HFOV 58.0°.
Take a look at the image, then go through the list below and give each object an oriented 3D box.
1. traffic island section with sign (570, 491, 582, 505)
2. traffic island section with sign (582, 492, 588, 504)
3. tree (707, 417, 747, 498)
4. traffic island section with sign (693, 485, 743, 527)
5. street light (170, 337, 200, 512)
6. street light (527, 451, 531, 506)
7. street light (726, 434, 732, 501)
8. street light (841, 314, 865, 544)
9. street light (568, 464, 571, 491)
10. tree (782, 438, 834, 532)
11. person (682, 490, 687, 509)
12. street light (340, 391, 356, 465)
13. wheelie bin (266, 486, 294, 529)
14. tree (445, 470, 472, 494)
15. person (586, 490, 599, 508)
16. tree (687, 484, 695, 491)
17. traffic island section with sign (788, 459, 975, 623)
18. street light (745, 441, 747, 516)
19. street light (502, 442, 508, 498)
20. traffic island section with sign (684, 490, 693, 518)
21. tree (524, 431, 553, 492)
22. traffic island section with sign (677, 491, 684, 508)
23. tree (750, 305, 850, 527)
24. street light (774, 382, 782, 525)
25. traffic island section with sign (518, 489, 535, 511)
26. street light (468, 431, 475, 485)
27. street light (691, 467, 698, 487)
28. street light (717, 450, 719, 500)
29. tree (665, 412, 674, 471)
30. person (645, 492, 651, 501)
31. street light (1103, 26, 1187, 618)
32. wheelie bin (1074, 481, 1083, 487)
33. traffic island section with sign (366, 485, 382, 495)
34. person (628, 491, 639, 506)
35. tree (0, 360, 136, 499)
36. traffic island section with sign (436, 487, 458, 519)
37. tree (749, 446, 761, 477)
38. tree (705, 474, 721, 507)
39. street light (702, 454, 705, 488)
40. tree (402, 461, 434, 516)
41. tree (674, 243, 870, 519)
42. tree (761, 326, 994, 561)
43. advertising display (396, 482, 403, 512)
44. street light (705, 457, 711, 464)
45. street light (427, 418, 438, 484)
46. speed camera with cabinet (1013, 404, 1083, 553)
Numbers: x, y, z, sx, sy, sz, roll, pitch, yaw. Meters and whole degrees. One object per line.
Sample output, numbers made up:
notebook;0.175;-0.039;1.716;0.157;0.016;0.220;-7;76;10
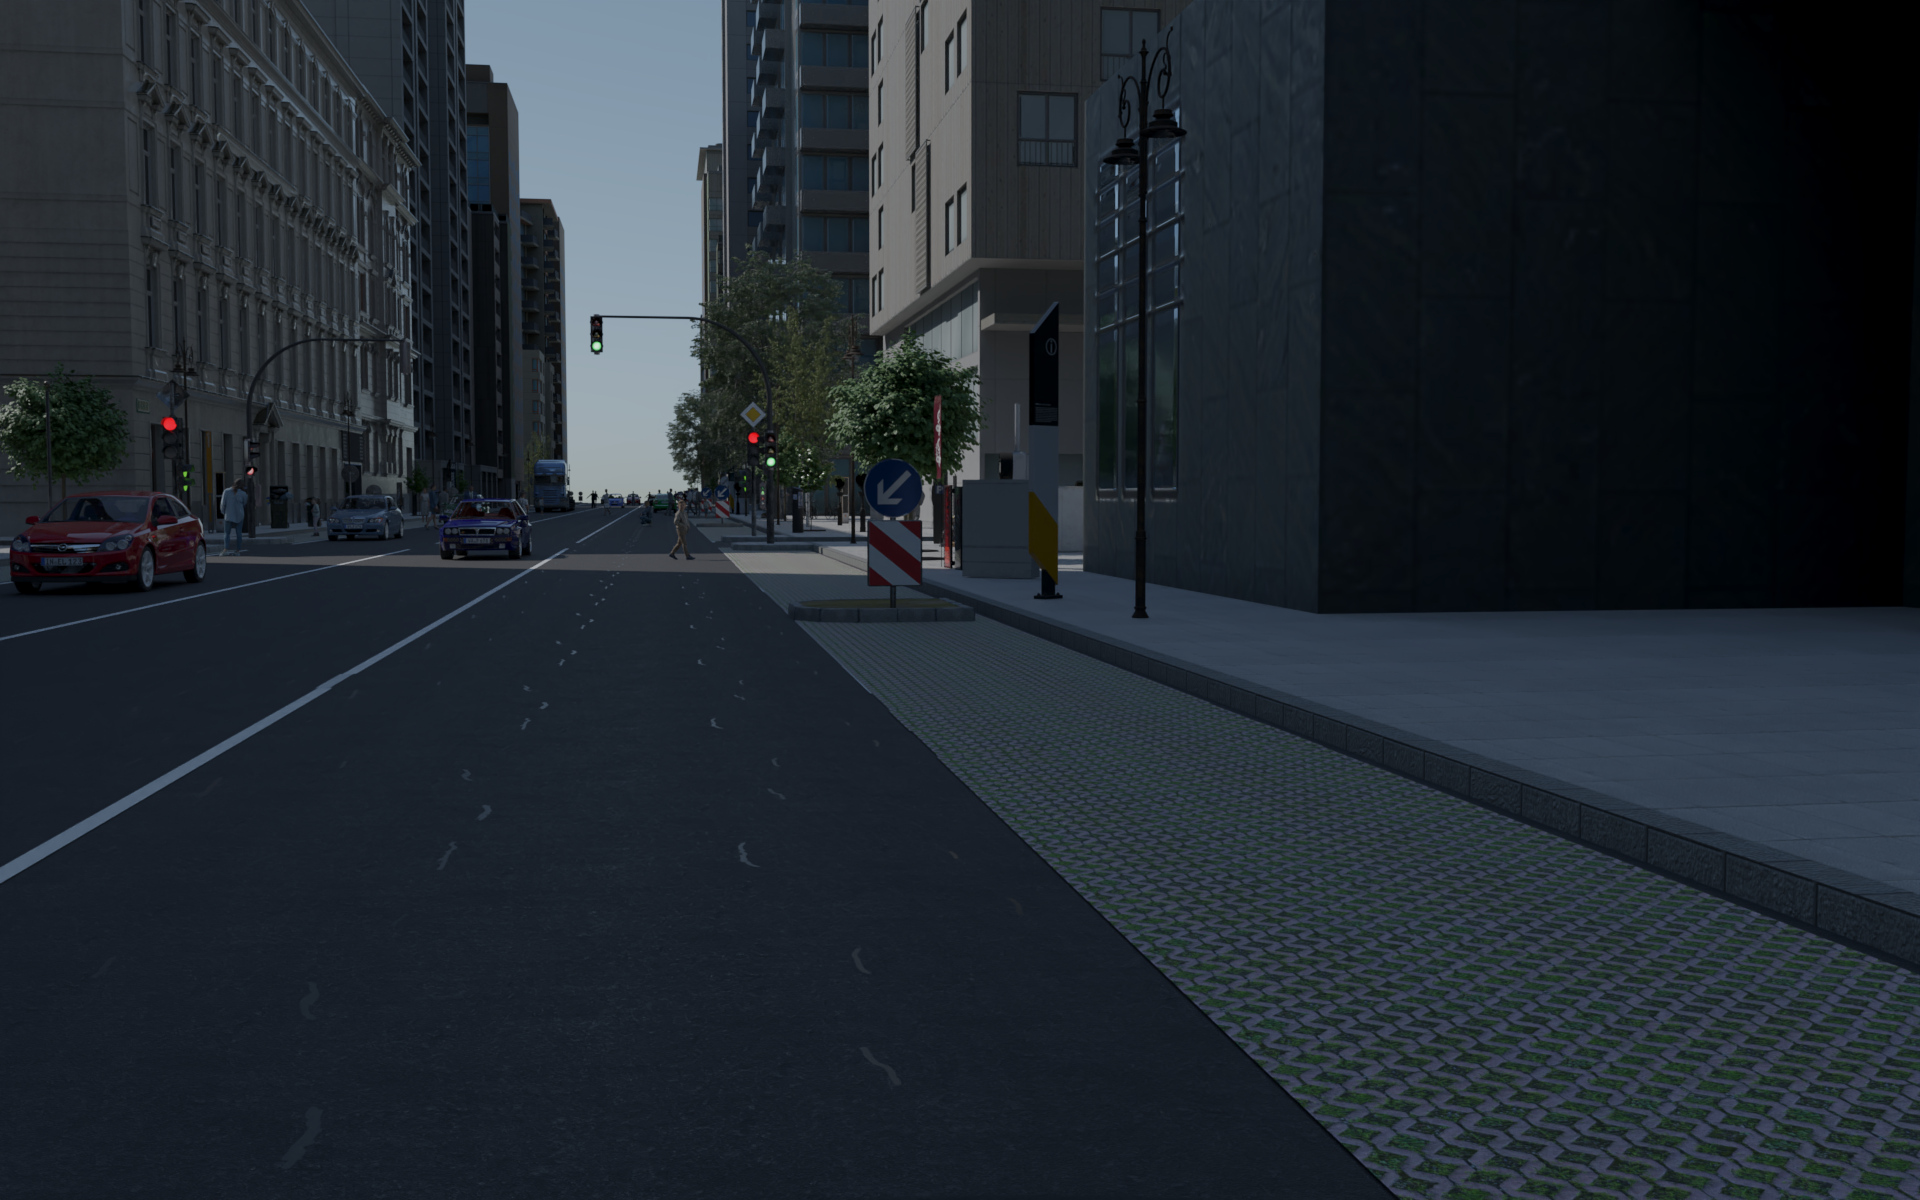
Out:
traffic island section with sign;-51.424;-13.497;229.309;1.989;1.847;2.006;-1;4;-10
traffic island section with sign;-56.129;-15.166;256.583;1.989;1.847;2.006;-1;4;-10
tree;-17.136;-11.091;131.707;4.360;8.622;3.978;0;3;0
traffic island section with sign;-10.466;-4.077;75.286;1.989;1.847;2.006;-1;4;-10
street light;-22.758;-4.782;50.971;0.468;5.910;1.993;-1;4;-10
street light;-45.302;-12.791;181.917;0.468;5.910;1.993;-1;4;-10
street light;-16.954;-9.414;126.705;0.468;5.910;1.993;-1;4;-10
street light;-2.763;-4.397;44.676;0.468;5.910;1.993;-1;4;-10
street light;-58.986;-17.667;261.638;0.468;5.910;1.993;-1;4;-10
tree;-5.048;-3.974;59.579;1.663;3.219;1.824;0;3;0
person;-24.359;-8.855;153.794;0.721;1.766;1.217;-3;4;-39
street light;-27.457;-6.427;77.867;0.468;5.910;1.993;-1;4;-10
wheelie bin;-25.284;-3.456;64.414;0.980;1.594;0.693;-1;4;-19
tree;-35.463;-7.819;122.448;1.663;3.219;1.824;0;3;0
person;-36.905;-10.131;174.168;1.348;1.821;0.705;-2;4;-27
tree;-43.440;-17.455;279.988;1.663;3.219;1.824;0;3;0
traffic island section with sign;-0.975;-0.704;20.132;1.989;1.847;2.006;-1;4;-10
street light;-12.326;-7.758;99.633;0.468;5.910;1.993;-1;4;-10
street light;-40.640;-11.125;154.688;0.468;5.910;1.993;-1;4;-10
traffic island section with sign;-15.040;-5.703;101.864;1.989;1.847;2.006;-1;4;-10
tree;-48.140;-15.072;196.785;4.737;8.622;4.395;0;3;0
traffic island section with sign;-23.555;-8.723;151.253;1.989;1.847;2.006;-1;4;-10
tree;-5.968;-7.137;67.047;4.737;8.622;4.395;0;3;0
street light;-7.565;-6.064;71.940;0.468;5.910;1.993;-1;4;-10
traffic island section with sign;-37.518;-8.558;148.551;1.989;1.847;2.006;-1;4;-10
street light;-35.674;-9.397;126.426;0.468;5.910;1.993;-1;4;-10
street light;-39.279;-17.366;256.724;0.468;5.910;1.993;-1;4;-10
street light;-20.490;-10.667;147.191;0.468;5.910;1.993;-1;4;-10
tree;-30.983;-18.492;209.006;9.857;13.997;8.962;0;3;0
person;-36.941;-12.018;205.813;1.217;1.723;0.721;-3;5;-41
street light;1.868;-2.751;17.768;0.468;5.910;1.993;-1;4;-10
wheelie bin;3.023;-1.997;40.556;0.980;1.594;0.693;-2;4;-24
traffic island section with sign;-24.317;-3.867;71.847;1.989;1.847;2.006;-1;4;-10
person;-40.311;-12.546;213.716;1.350;1.814;0.705;0;4;3
tree;-22.111;-3.607;42.693;4.285;4.588;4.351;0;3;0
traffic island section with sign;-28.957;-5.519;98.858;1.989;1.847;2.006;-1;4;-10
tree;-8.166;-5.990;81.642;4.285;4.588;4.351;0;3;0
tree;-23.896;-10.542;166.959;1.663;3.219;1.824;0;3;0
street light;-29.799;-13.975;201.284;0.468;5.910;1.993;-1;4;-10
tree;-31.760;-6.520;101.200;1.663;3.219;1.824;0;3;0
tree;-9.437;-11.178;89.414;9.857;13.997;8.962;0;3;0
tree;-0.886;-3.066;33.836;4.285;4.588;4.351;0;3;0
advertising display;-30.556;-5.457;94.439;0.123;1.923;0.974;-2;4;-29
street light;-25.117;-12.313;174.099;0.468;5.910;1.993;-1;4;-10
street light;-32.171;-8.132;105.745;0.468;5.910;1.993;-1;4;-10
speed camera with cabinet;1.934;-2.680;38.152;2.038;3.252;0.660;0;4;-2
